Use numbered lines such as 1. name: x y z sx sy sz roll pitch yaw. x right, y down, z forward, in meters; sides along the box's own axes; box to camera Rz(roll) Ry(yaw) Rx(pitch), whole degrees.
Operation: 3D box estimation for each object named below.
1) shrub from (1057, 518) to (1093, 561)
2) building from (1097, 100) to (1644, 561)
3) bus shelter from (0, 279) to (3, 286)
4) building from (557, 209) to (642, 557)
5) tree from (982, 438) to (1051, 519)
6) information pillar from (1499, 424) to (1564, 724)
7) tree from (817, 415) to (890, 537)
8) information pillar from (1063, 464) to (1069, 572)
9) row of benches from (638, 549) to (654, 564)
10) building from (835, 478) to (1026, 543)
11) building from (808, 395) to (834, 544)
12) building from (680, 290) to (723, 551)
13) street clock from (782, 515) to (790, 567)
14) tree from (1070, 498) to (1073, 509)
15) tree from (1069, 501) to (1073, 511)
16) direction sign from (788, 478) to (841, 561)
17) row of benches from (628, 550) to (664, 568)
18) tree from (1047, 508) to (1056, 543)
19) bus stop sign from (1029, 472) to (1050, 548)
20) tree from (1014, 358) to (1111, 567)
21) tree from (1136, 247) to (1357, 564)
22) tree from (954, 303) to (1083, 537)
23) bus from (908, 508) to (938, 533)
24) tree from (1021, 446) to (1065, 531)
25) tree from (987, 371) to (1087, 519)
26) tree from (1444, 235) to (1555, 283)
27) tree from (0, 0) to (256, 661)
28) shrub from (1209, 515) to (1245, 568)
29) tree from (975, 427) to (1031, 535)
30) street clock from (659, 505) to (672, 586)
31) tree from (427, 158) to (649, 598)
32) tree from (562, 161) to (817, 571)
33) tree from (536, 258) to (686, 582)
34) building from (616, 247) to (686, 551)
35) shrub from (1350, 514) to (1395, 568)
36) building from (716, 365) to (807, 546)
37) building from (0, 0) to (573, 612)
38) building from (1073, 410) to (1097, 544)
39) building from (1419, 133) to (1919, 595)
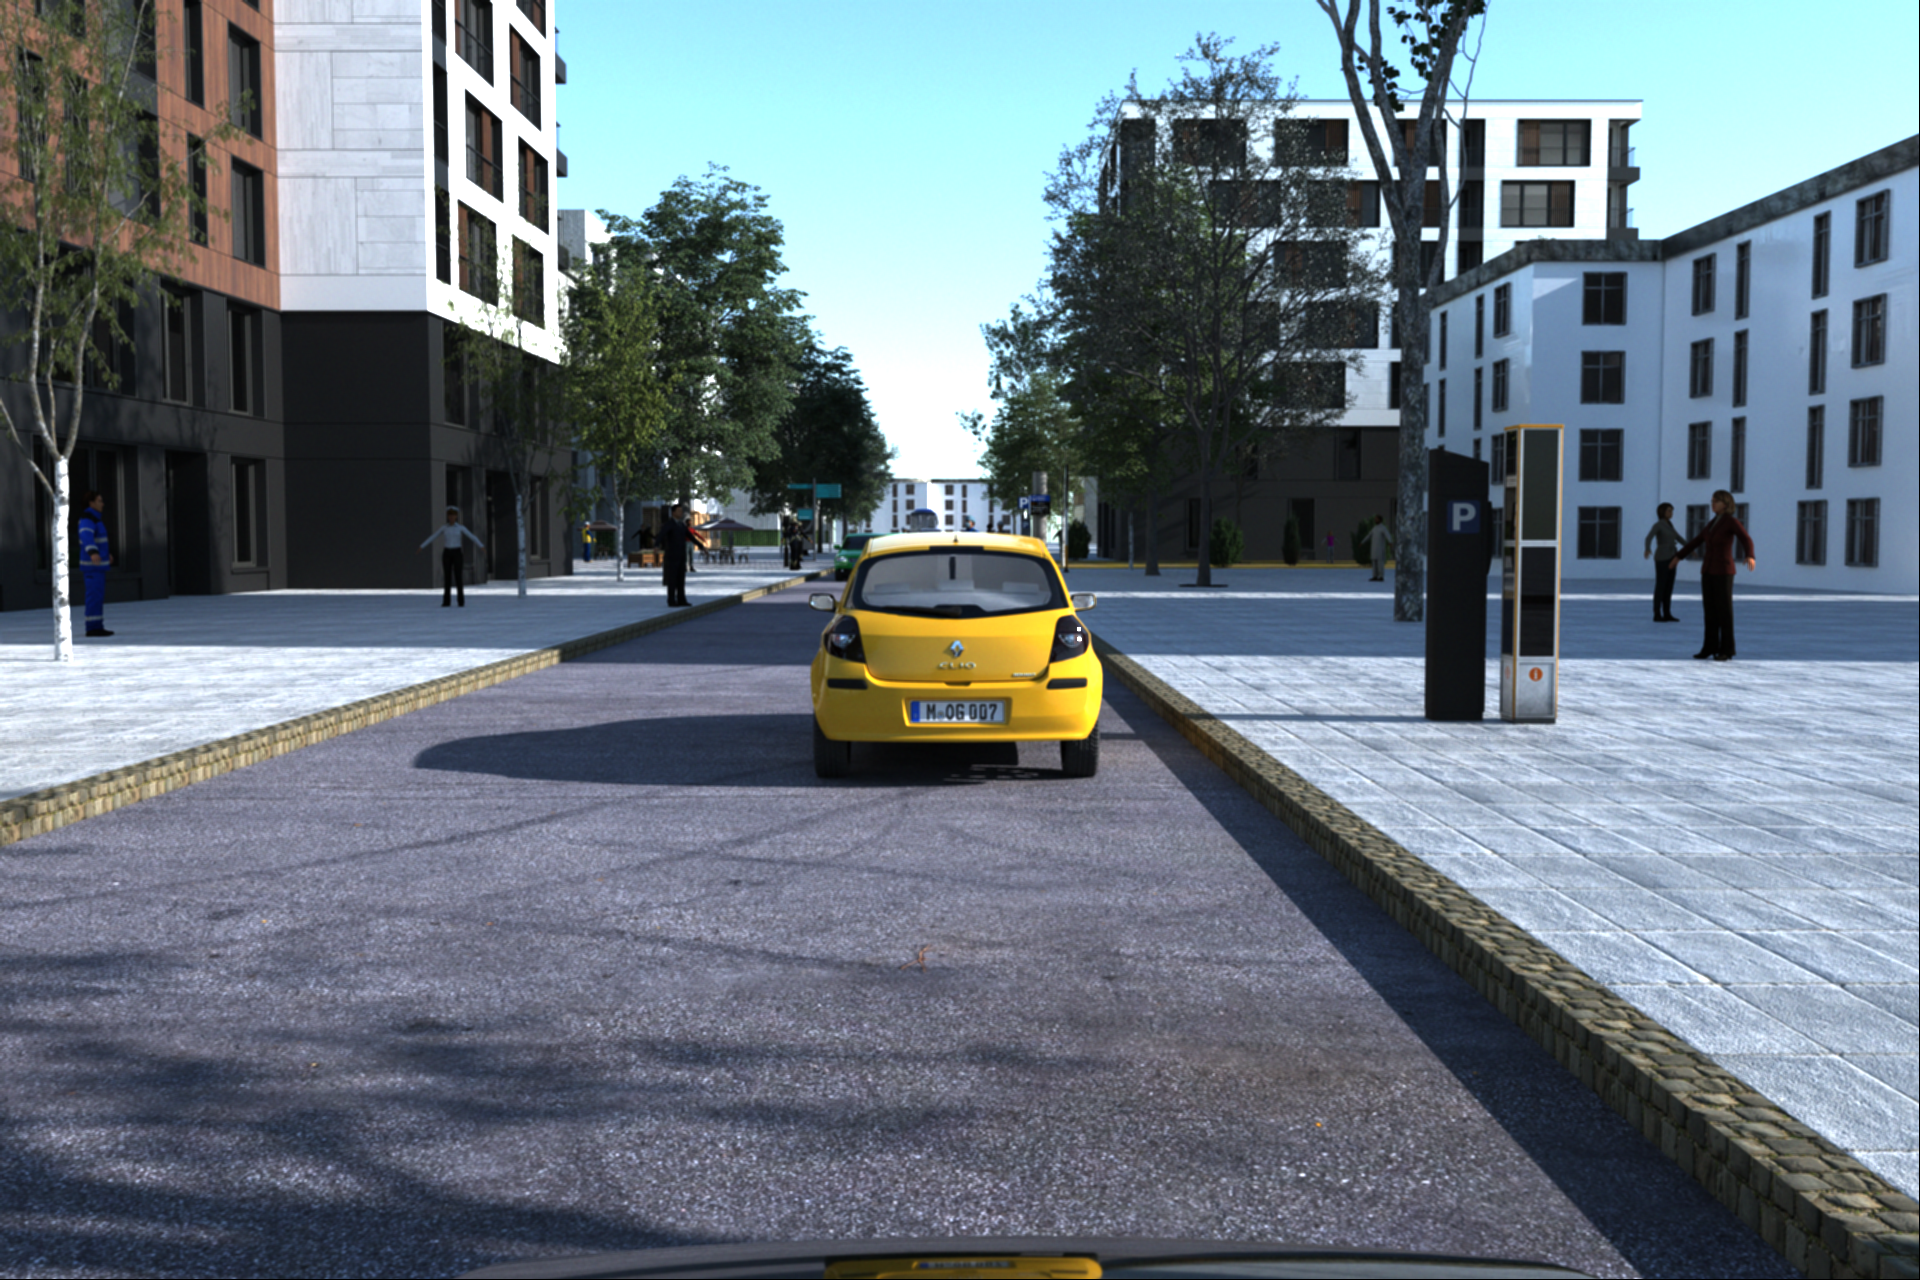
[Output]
1. shrub: 5.518 -4.843 83.228 1.661 2.075 1.752 0 3 0
2. building: 21.537 -15.548 98.177 27.936 21.610 32.646 0 3 0
3. bus shelter: -6.918 -0.867 8.098 2.014 3.302 5.546 0 4 -1
4. building: -28.727 -13.956 94.643 16.747 18.905 31.486 0 4 0
5. tree: 5.762 -13.455 154.402 8.767 10.594 7.601 2 4 27
6. information pillar: 3.881 -0.446 11.780 0.304 2.012 0.304 0 4 -1
7. tree: -10.368 -15.328 157.275 9.857 13.997 8.962 0 3 0
8. information pillar: 3.575 -4.091 58.249 0.183 3.616 0.504 0 3 0
9. row of benches: -12.758 -3.408 71.178 1.422 0.672 4.104 -1 4 -14
10. building: -4.219 -19.257 259.455 28.070 9.664 9.099 0 4 6
11. building: -26.656 -22.437 233.294 16.747 18.905 31.486 0 4 0
12. building: -25.253 -17.057 135.304 16.016 20.090 11.380 0 4 -1
13. street clock: -6.751 -3.839 67.340 0.358 2.002 0.471 0 4 1
14. tree: 18.779 -18.679 255.763 4.360 8.622 3.978 0 3 0
15. tree: 18.312 -19.029 261.486 4.737 8.622 4.395 0 3 0
16. direction sign: -6.915 -5.758 82.899 2.525 3.948 1.411 0 3 0
17. row of benches: -11.668 -3.152 67.001 1.422 0.672 4.104 1 4 15
18. tree: 13.558 -18.789 257.561 4.360 8.622 3.978 0 3 0
19. bus stop sign: 3.364 -5.149 73.203 0.837 3.901 0.837 0 4 -2
20. tree: 3.829 -7.209 68.223 4.360 8.622 3.978 0 3 0
21. tree: 12.083 -10.053 74.730 12.009 13.543 11.850 0 3 0
22. tree: 6.004 -17.384 140.119 12.611 20.169 13.585 0 3 0
23. bus: -3.518 -10.915 170.007 2.896 3.916 12.251 0 3 0
24. tree: 6.120 -10.944 129.301 4.737 8.622 4.395 0 3 0
25. tree: 5.459 -12.388 120.664 7.486 12.596 7.792 0 3 0
26. tree: 24.102 -10.345 75.792 9.857 13.997 8.962 0 3 0
27. tree: -8.984 -4.078 17.044 4.360 8.622 3.978 0 3 0
28. shrub: 10.025 -3.769 66.049 1.690 2.028 1.600 0 3 0
29. tree: 5.163 -14.698 166.073 9.928 11.665 9.643 0 3 0
30. street clock: -7.266 -2.344 42.886 0.358 2.002 0.471 0 4 0
31. tree: -8.909 -5.153 34.613 4.360 8.622 3.978 0 3 0
32. tree: -9.799 -9.419 60.661 9.857 13.997 8.962 0 3 0
33. tree: -9.242 -5.885 46.581 4.737 8.622 4.395 0 3 0
34. building: -25.118 -15.854 115.630 16.016 20.090 11.380 0 4 0
35. shrub: 15.807 -3.815 66.424 1.661 2.075 1.752 0 3 0
36. building: -27.225 -20.201 196.751 16.747 18.905 31.486 0 4 1
37. building: -26.147 -11.832 37.425 27.936 21.610 32.646 0 4 0
38. building: 25.058 -24.452 230.721 19.493 23.208 18.063 0 4 -1
39. building: 20.760 -6.574 49.638 9.099 9.664 28.070 0 4 0
